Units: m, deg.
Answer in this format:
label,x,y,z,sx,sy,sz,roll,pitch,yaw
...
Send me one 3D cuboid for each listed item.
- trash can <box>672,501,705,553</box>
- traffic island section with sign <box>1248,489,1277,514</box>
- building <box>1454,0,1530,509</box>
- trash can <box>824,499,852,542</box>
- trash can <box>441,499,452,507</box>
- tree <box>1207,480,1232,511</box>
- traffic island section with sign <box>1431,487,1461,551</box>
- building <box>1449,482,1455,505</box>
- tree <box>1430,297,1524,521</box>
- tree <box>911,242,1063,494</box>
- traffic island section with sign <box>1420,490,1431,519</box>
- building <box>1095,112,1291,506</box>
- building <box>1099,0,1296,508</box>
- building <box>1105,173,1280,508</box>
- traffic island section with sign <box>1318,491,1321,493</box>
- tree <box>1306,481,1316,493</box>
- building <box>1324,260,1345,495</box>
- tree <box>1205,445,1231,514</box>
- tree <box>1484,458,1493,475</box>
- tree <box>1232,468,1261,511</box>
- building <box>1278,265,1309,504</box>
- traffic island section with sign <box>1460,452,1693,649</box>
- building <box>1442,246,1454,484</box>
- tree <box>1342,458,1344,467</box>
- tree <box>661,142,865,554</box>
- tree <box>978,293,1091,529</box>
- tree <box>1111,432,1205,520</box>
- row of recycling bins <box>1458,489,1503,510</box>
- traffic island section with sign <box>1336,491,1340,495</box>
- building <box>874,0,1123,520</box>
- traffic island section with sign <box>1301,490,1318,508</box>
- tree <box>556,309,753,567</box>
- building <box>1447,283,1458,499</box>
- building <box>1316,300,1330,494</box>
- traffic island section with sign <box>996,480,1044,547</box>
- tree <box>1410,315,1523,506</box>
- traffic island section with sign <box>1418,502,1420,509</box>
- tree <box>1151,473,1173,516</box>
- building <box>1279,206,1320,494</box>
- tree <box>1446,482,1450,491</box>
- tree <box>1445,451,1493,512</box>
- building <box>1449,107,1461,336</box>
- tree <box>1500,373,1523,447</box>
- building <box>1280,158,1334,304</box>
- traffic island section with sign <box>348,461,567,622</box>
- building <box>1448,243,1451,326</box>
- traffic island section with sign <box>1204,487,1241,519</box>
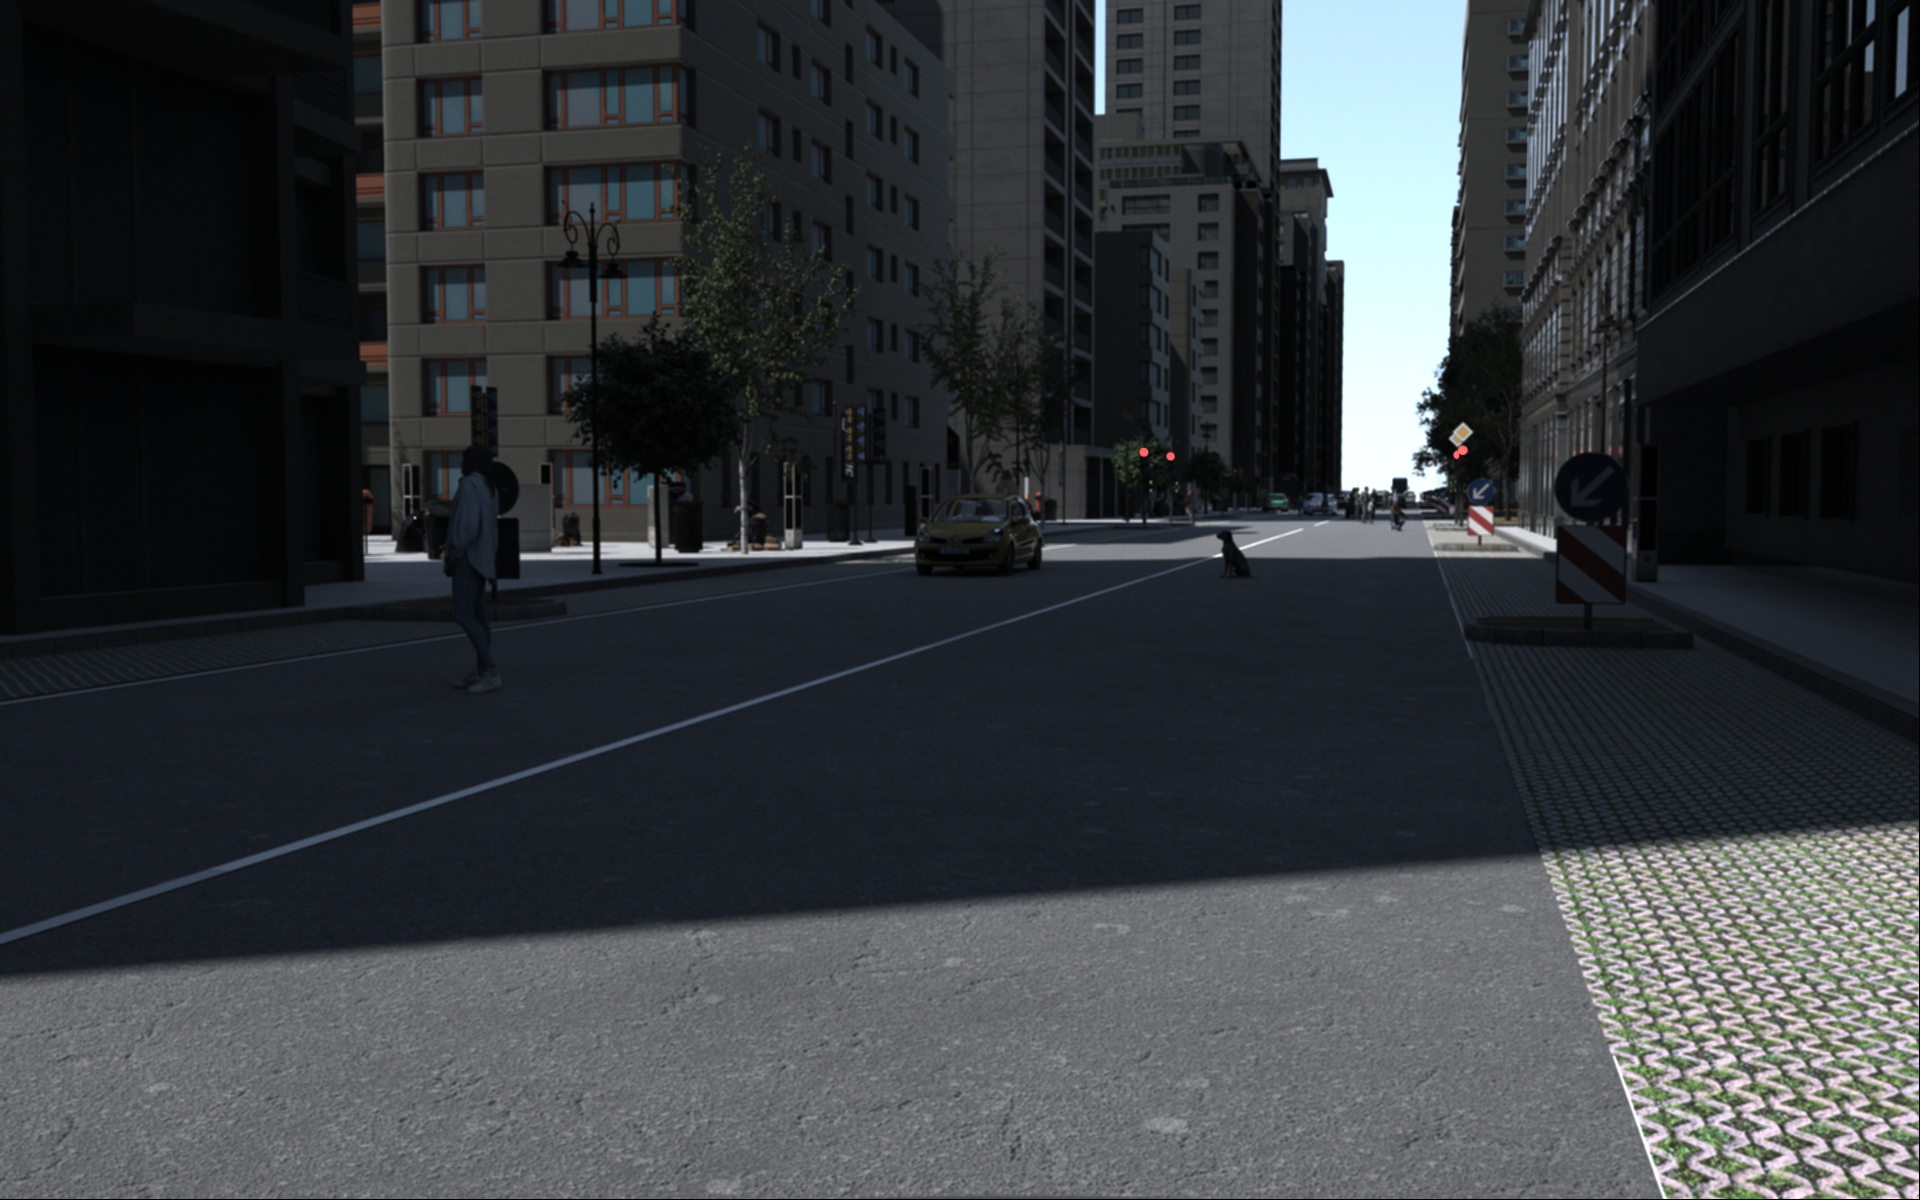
label,x,y,z,sx,sy,sz,roll,pitch,yaw
trash can,-5.931,-1.602,37.849,0.748,1.137,0.748,0,3,0
traffic island section with sign,22.195,-7.227,126.790,1.989,1.847,2.006,1,4,15
building,56.037,-32.509,155.217,21.300,48.544,21.600,1,4,15
trash can,-3.260,-2.119,46.297,0.748,1.137,0.748,0,3,0
trash can,-13.406,-2.071,45.520,0.748,1.137,0.748,0,3,0
tree,19.625,-8.535,134.147,1.663,3.219,1.824,0,3,0
traffic island section with sign,13.015,-2.149,43.761,1.989,1.847,2.006,1,4,15
building,75.048,-31.375,204.857,32.217,40.220,23.993,1,4,15
tree,25.903,-9.061,82.563,7.601,10.594,8.767,-1,4,-14
tree,0.567,-6.164,51.150,4.737,8.622,4.395,0,3,0
traffic island section with sign,27.136,-5.443,97.626,1.989,1.847,2.006,1,4,15
building,17.991,-29.905,180.831,32.217,40.220,23.993,1,4,15
building,28.536,-46.599,200.142,20.563,71.187,20.611,1,4,15
building,21.492,-23.761,160.186,14.160,30.474,14.107,1,4,15
traffic island section with sign,41.771,-11.792,201.430,1.989,1.847,2.006,1,4,15
tree,45.939,-14.188,226.566,1.663,3.219,1.824,0,3,0
building,57.995,-37.455,295.983,14.154,41.232,14.086,1,4,15
tree,16.023,-7.883,112.598,4.285,4.588,4.351,0,3,0
tree,41.142,-11.507,138.494,4.360,8.622,3.978,0,3,0
tree,23.951,-9.147,144.159,1.663,3.219,1.824,0,3,0
building,36.074,-27.255,217.326,14.160,30.474,14.107,1,4,15
traffic island section with sign,6.013,-0.514,17.037,1.989,1.847,2.006,1,4,15
building,91.654,-40.581,283.103,23.786,49.044,30.456,1,4,15
tree,65.577,-21.724,305.542,4.360,8.622,3.978,0,3,0
tree,-4.436,-5.268,36.486,4.737,8.622,4.395,0,3,0
tree,2.919,-6.937,63.783,4.360,8.622,3.978,0,3,0
tree,9.294,-6.374,87.927,4.285,4.588,4.351,0,3,0
row of recycling bins,41.067,-7.926,136.695,3.534,1.692,1.069,2,4,26
traffic island section with sign,55.596,-15.021,254.225,1.989,1.847,2.006,1,4,15
building,-1.094,-40.277,96.788,20.563,71.187,20.611,1,4,15
traffic island section with sign,34.909,-10.192,175.265,1.989,1.847,2.006,1,4,15
tree,-5.463,-2.896,31.065,4.285,4.588,4.351,0,3,0
building,73.569,-28.332,234.933,14.160,30.474,14.107,1,4,15
building,46.913,-29.584,255.397,14.160,30.474,14.107,1,4,15
traffic island section with sign,1.206,-2.330,46.716,1.989,1.847,2.006,1,4,15
tree,33.480,-11.871,111.097,9.611,12.733,9.660,0,3,0
traffic island section with sign,33.969,-7.038,123.704,1.989,1.847,2.006,1,4,15
tree,11.463,-6.448,100.028,1.663,3.219,1.824,0,3,0
building,42.266,-34.085,240.881,14.154,41.232,14.086,1,4,15
tree,64.765,-14.296,228.347,1.663,3.219,1.824,0,3,0
tree,37.452,-8.800,127.593,4.285,4.588,4.351,0,3,0
building,63.022,-32.129,179.930,22.147,44.769,28.867,1,4,15
tree,30.991,-8.708,92.744,4.360,8.622,3.978,0,3,0
building,44.297,-42.062,276.949,28.713,52.752,27.495,1,4,15
traffic island section with sign,-5.728,-0.711,20.253,1.989,1.847,2.006,1,4,15
building,83.233,-36.673,254.225,22.147,44.769,28.867,1,4,15
traffic island section with sign,15.203,-5.594,100.084,1.989,1.847,2.006,1,4,15
